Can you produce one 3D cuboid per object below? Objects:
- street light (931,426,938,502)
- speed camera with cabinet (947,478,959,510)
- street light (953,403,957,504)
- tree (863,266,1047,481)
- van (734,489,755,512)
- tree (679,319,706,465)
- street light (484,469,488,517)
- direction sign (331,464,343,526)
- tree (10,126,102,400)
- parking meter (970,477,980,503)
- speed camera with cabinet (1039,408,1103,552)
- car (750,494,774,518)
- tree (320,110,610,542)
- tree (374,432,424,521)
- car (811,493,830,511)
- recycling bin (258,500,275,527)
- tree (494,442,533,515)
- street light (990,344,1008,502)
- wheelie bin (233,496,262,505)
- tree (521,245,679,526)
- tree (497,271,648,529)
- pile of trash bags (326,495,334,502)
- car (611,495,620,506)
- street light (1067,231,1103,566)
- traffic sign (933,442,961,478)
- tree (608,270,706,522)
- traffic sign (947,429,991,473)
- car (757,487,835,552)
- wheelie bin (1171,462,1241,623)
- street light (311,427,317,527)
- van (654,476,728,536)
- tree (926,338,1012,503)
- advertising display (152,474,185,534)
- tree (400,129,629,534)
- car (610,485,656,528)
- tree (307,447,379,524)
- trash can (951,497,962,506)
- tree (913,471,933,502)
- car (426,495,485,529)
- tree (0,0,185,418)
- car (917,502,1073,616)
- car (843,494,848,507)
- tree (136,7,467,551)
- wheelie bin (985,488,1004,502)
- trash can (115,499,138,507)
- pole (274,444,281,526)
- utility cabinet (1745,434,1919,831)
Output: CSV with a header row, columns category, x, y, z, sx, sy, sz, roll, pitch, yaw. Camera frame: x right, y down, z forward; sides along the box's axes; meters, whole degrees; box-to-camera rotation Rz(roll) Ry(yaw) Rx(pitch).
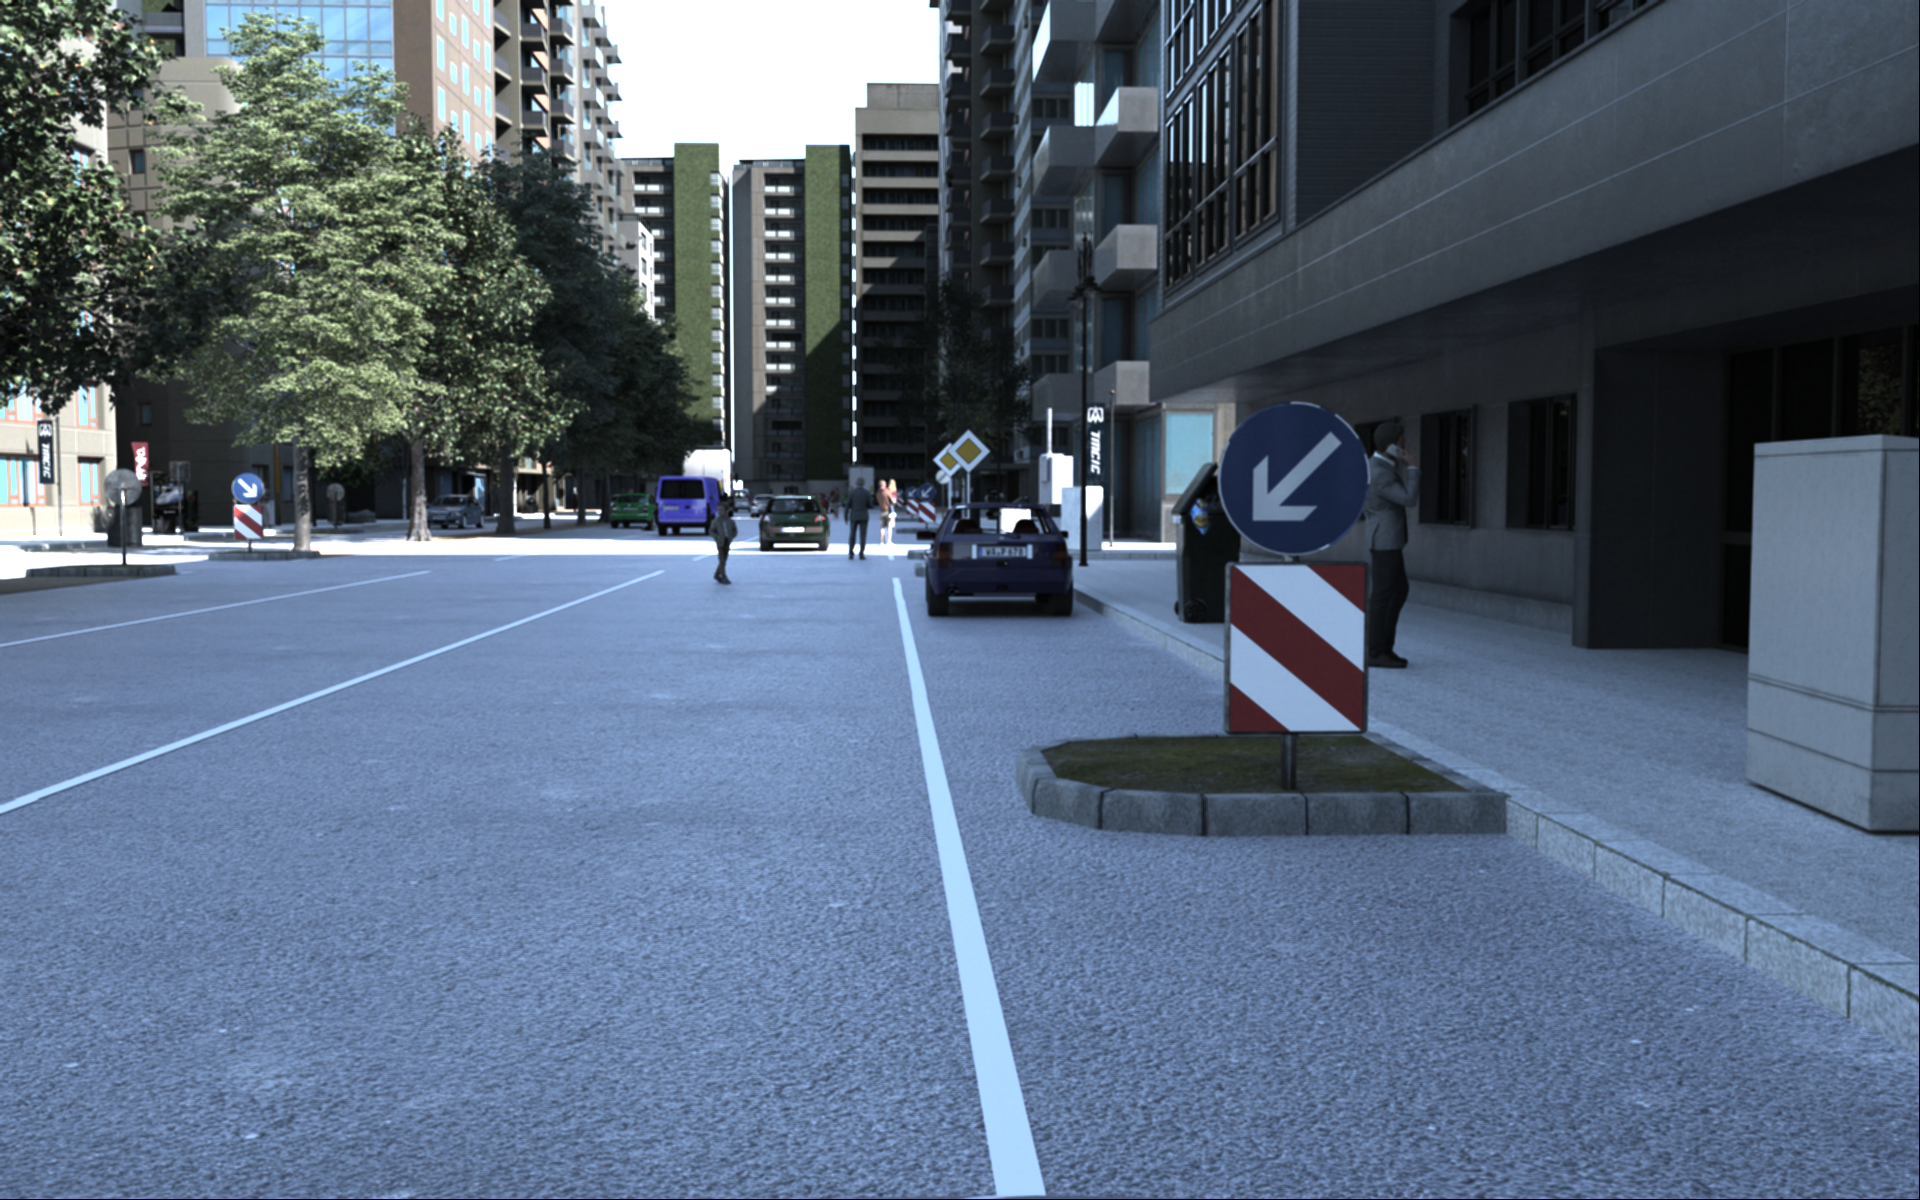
category,x,y,z,sx,sy,sz,roll,pitch,yaw
street light,-1.637,-8.623,113.772,0.468,5.910,1.993,0,4,-3
speed camera with cabinet,-0.380,-6.340,97.991,0.660,3.252,2.038,0,4,-3
street light,-0.276,-6.773,83.525,0.468,5.910,1.993,0,4,-3
tree,0.174,-8.375,71.338,7.601,10.594,8.767,2,4,24
van,-17.154,-7.942,136.870,2.013,2.044,4.112,0,4,-1
tree,-17.946,-10.694,95.437,7.486,12.596,7.792,0,3,0
street light,-26.847,-7.652,97.903,0.468,5.910,1.993,0,4,-3
direction sign,-25.208,-4.773,70.035,0.379,3.537,0.876,0,4,5
tree,-25.386,-7.227,43.910,9.928,11.665,9.643,0,3,0
parking meter,0.508,-3.308,59.794,0.255,1.863,0.399,-2,4,-25
speed camera with cabinet,2.518,-2.760,39.457,0.660,3.252,2.038,-2,4,-26
car,-11.739,-5.714,105.423,2.014,1.417,4.499,0,4,-1
tree,-16.229,-8.085,51.660,9.611,12.733,9.660,0,3,0
tree,-26.972,-8.133,83.341,4.360,8.622,3.978,0,3,0
car,-12.475,-8.756,152.206,2.155,1.783,4.494,0,4,-5
recycling bin,-27.306,-3.383,67.872,0.722,1.027,0.722,-2,4,-33
tree,-27.273,-9.525,106.096,4.737,8.622,4.395,0,3,0
street light,1.193,-4.936,53.490,0.468,5.910,1.993,0,4,-3
wheelie bin,-26.046,-3.393,63.388,0.980,1.594,0.693,-3,4,-36
tree,-17.206,-9.639,78.188,7.486,12.596,7.792,0,3,0
tree,-16.813,-8.181,70.630,8.767,10.594,7.601,0,4,-3
pile of trash bags,-31.659,-4.498,83.298,3.447,1.369,1.912,-2,4,-24
car,-21.607,-6.047,110.867,2.014,1.417,4.499,0,4,-1
street light,2.201,-3.543,30.715,0.468,5.910,1.993,0,4,-3
traffic sign,-0.203,-2.251,38.991,0.795,2.593,0.064,0,4,-3
tree,-17.774,-10.235,86.799,9.611,12.733,9.660,0,3,0
traffic sign,0.174,-1.763,31.015,0.795,2.593,0.064,0,4,-3
car,-4.236,-2.130,44.611,2.009,1.686,4.222,0,4,-4
wheelie bin,2.505,-0.584,17.461,0.693,1.594,0.980,0,4,-1
street light,-25.421,-5.826,68.046,0.468,5.910,1.993,0,4,-3
van,-9.523,-3.493,61.491,2.240,2.365,5.245,0,4,-2
tree,0.370,-7.881,79.219,4.737,8.622,4.395,0,3,0
advertising display,-25.243,-3.060,55.252,0.123,1.923,0.974,3,5,44
tree,-16.223,-9.317,61.448,9.857,13.997,8.962,0,3,0
car,-13.754,-3.987,73.983,1.959,1.807,4.718,0,4,-1
tree,-26.569,-5.580,74.949,4.285,4.588,4.351,0,3,0
trash can,-0.191,-4.546,85.981,0.748,1.137,0.748,0,3,0
tree,-3.331,-9.365,147.718,1.663,3.219,1.824,0,3,0
car,-21.121,-3.685,72.256,2.014,1.417,4.499,0,4,-1
tree,-14.923,-6.312,22.666,9.611,12.733,9.660,0,3,0
car,0.430,-0.559,21.718,1.945,1.354,3.894,0,4,-2
car,-11.770,-10.962,188.021,1.959,1.807,4.718,0,4,-2
tree,-15.720,-7.371,41.095,7.486,12.596,7.792,0,3,0
wheelie bin,1.735,-4.813,86.599,0.980,1.594,0.693,0,4,-4
trash can,-26.299,-2.628,54.613,0.748,1.137,0.748,0,3,0
pole,-27.763,-4.685,70.443,0.158,3.312,0.155,0,3,0
utility cabinet,3.598,0.101,7.024,0.318,1.500,1.173,0,4,3
